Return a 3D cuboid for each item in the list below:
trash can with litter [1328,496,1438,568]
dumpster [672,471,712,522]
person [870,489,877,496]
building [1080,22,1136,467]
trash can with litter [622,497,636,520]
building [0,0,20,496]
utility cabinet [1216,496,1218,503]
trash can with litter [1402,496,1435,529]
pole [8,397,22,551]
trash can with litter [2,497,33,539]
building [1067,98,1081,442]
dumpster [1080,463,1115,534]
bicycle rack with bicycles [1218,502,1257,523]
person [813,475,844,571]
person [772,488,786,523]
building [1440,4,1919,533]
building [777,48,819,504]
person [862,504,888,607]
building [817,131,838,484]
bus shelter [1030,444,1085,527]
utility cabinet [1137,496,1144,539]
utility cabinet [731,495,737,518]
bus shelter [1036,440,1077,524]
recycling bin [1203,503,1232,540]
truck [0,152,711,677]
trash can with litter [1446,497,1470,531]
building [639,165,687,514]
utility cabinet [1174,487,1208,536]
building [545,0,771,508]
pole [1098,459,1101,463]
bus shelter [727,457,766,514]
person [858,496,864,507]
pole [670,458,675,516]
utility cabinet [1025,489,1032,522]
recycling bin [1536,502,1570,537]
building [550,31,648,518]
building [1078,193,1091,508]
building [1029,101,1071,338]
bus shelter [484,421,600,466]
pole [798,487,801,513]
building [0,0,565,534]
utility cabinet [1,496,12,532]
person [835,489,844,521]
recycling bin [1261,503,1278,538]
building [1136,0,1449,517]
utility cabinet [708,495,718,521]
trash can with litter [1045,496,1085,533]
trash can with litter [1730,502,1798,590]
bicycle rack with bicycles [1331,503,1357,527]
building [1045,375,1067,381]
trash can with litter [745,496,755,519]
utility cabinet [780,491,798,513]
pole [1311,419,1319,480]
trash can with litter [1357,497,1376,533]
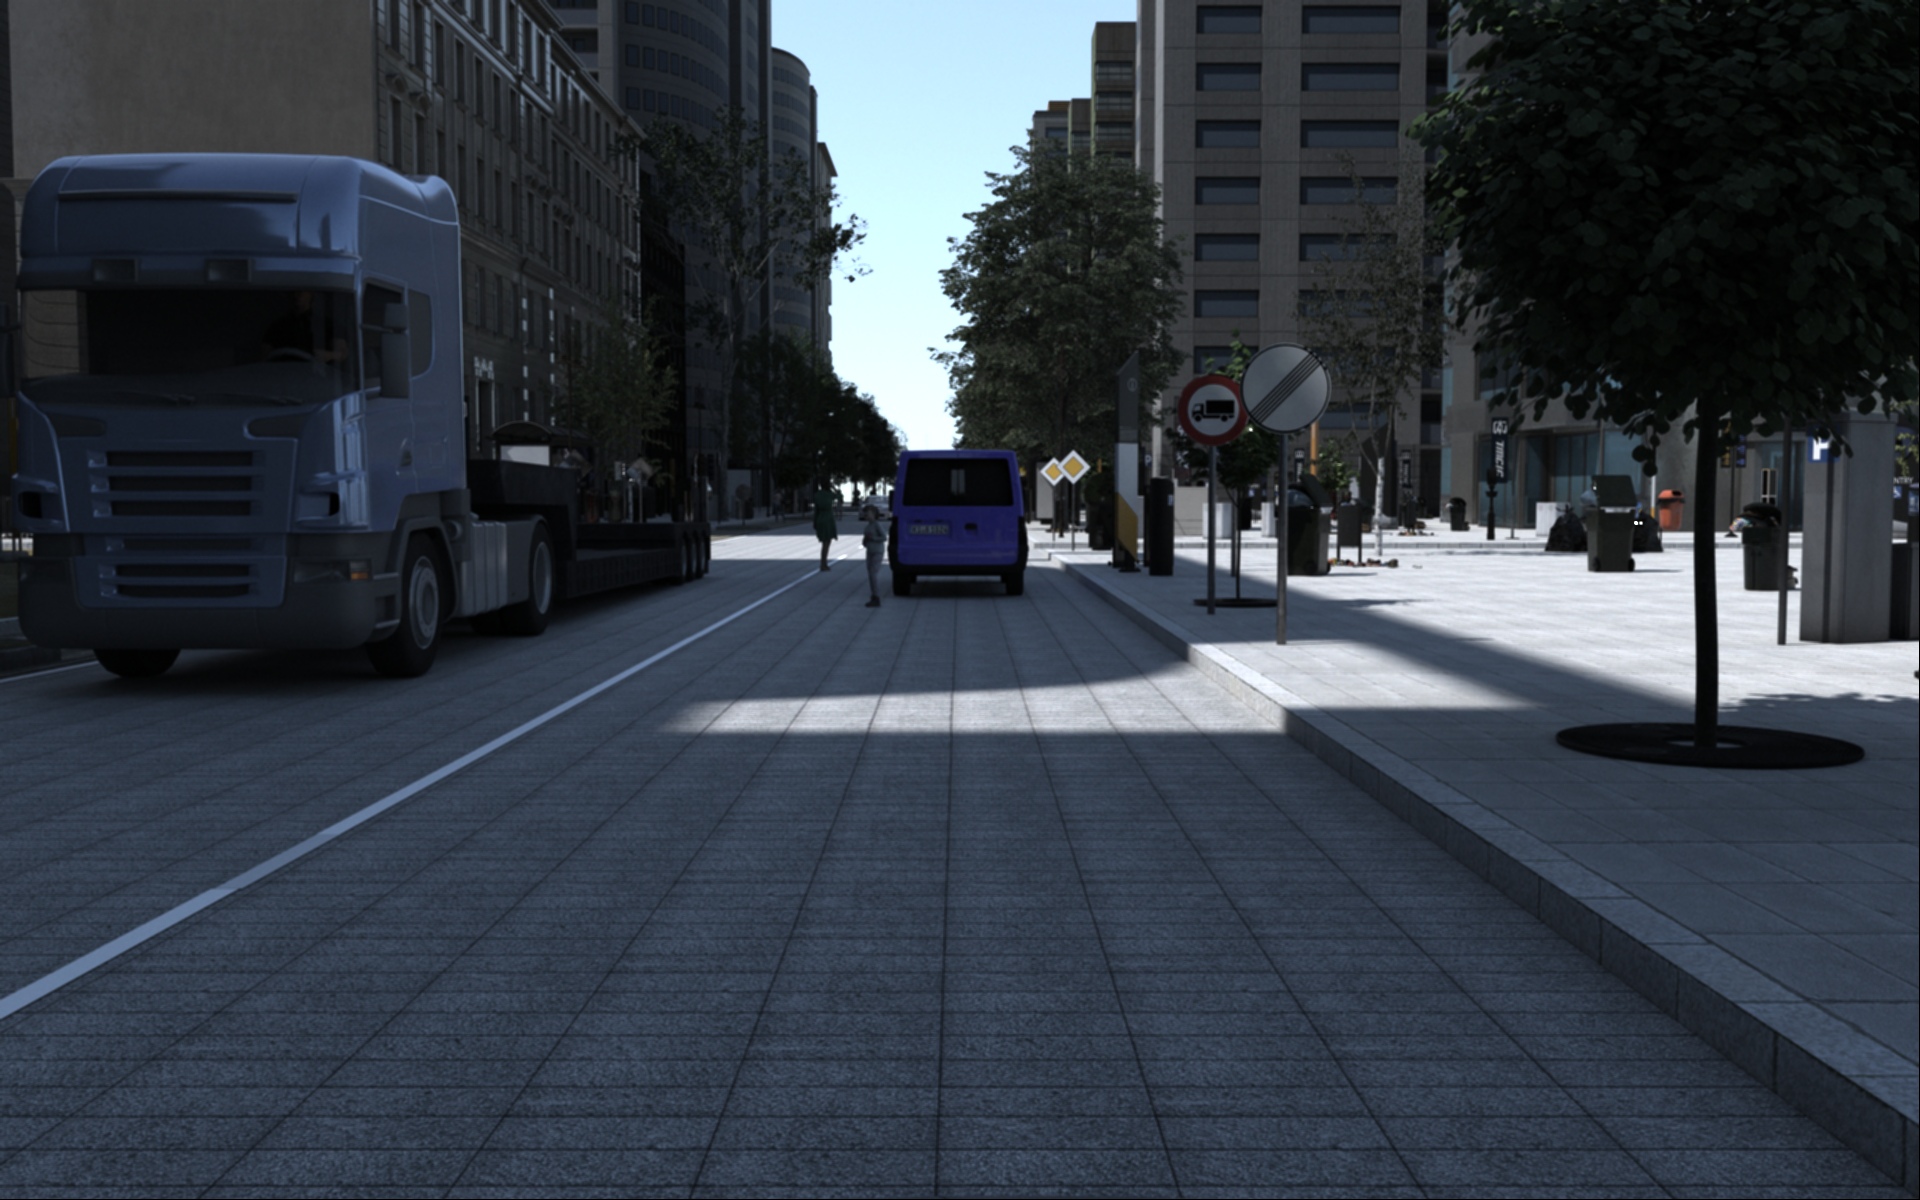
[{"bbox_3d":[7.139,-1.202,30.716,1.678,1.210,2.233,-3,4,-36],"label":"trash can with litter"},{"bbox_3d":[-11.491,-4.387,74.223,1.502,2.255,1.985,0,4,0],"label":"dumpster"},{"bbox_3d":[-6.803,-7.902,137.712,1.348,1.821,0.705,-2,4,-33],"label":"person"},{"bbox_3d":[18.480,-28.777,154.100,14.154,41.232,14.086,0,3,0],"label":"building"},{"bbox_3d":[-16.713,-4.626,87.028,1.055,1.170,0.624,-1,4,-15],"label":"trash can with litter"},{"bbox_3d":[-47.801,-17.230,59.211,29.804,29.767,11.434,0,3,0],"label":"building"},{"bbox_3d":[10.335,-3.760,72.629,1.020,1.237,0.306,-2,4,-27],"label":"utility cabinet"},{"bbox_3d":[16.939,-3.243,64.407,0.624,1.170,1.055,-2,4,-27],"label":"trash can with litter"},{"bbox_3d":[-19.153,-2.524,35.105,0.158,3.312,0.155,0,3,0],"label":"pole"},{"bbox_3d":[-27.642,-2.372,49.835,1.678,1.210,2.233,3,5,41],"label":"trash can with litter"},{"bbox_3d":[18.235,-30.504,182.334,14.154,41.232,14.086,0,3,0],"label":"building"},{"bbox_3d":[4.651,-3.242,55.495,1.502,2.255,1.985,0,3,0],"label":"dumpster"},{"bbox_3d":[12.052,-3.869,76.640,2.852,0.926,2.925,1,4,14],"label":"bicycle rack with bicycles"},{"bbox_3d":[-2.532,-1.450,32.449,0.600,1.795,0.529,2,4,23],"label":"person"},{"bbox_3d":[-9.008,-4.721,86.272,0.643,1.750,0.593,2,4,34],"label":"person"},{"bbox_3d":[34.216,-27.311,66.146,30.456,49.044,23.786,0,3,0],"label":"building"},{"bbox_3d":[-30.196,-41.876,226.674,21.231,58.520,28.212,0,3,0],"label":"building"},{"bbox_3d":[-1.112,-0.570,22.105,0.425,1.301,0.394,2,4,32],"label":"person"},{"bbox_3d":[-32.990,-40.698,254.651,28.713,52.752,27.495,0,3,0],"label":"building"},{"bbox_3d":[3.925,-4.663,70.162,2.014,3.302,5.546,0,3,0],"label":"bus shelter"},{"bbox_3d":[5.204,-2.369,49.903,1.020,1.237,0.306,-2,4,-25],"label":"utility cabinet"},{"bbox_3d":[-11.917,-4.916,91.536,0.306,1.237,1.020,0,4,-5],"label":"utility cabinet"},{"bbox_3d":[4.293,-5.249,77.102,1.731,3.624,6.357,0,3,0],"label":"bus shelter"},{"bbox_3d":[7.404,-2.249,49.320,0.722,1.027,0.722,3,5,45],"label":"recycling bin"},{"bbox_3d":[-5.449,-1.882,20.523,2.967,4.110,18.799,0,4,0],"label":"truck"},{"bbox_3d":[17.334,-2.986,60.205,0.624,1.170,1.055,2,4,35],"label":"trash can with litter"},{"bbox_3d":[-25.229,-17.299,112.520,12.332,23.373,15.834,0,3,0],"label":"building"},{"bbox_3d":[7.019,-2.708,52.949,1.173,1.500,0.318,1,4,16],"label":"utility cabinet"},{"bbox_3d":[-29.723,-38.038,163.927,21.231,58.520,28.212,0,3,0],"label":"building"},{"bbox_3d":[7.919,-6.382,98.184,0.158,3.312,0.155,0,3,0],"label":"pole"},{"bbox_3d":[-12.176,-6.330,97.420,2.014,3.302,5.546,0,4,0],"label":"bus shelter"},{"bbox_3d":[-6.341,-5.990,110.708,0.425,1.301,0.394,-1,4,-10],"label":"person"},{"bbox_3d":[-16.828,-6.559,101.078,0.158,3.312,0.155,0,3,0],"label":"pole"},{"bbox_3d":[2.942,-4.319,79.294,0.318,1.500,1.173,1,4,22],"label":"utility cabinet"},{"bbox_3d":[17.899,-2.430,52.288,0.722,1.027,0.722,-3,4,-37],"label":"recycling bin"},{"bbox_3d":[-24.755,-18.012,91.753,12.463,27.353,25.104,0,3,0],"label":"building"},{"bbox_3d":[18.367,-24.269,168.498,14.160,30.474,14.107,0,3,0],"label":"building"},{"bbox_3d":[21.132,-44.289,266.115,21.231,58.520,28.212,0,3,0],"label":"building"},{"bbox_3d":[-12.073,-3.459,50.478,2.014,3.302,5.546,0,4,0],"label":"bus shelter"},{"bbox_3d":[-11.158,-7.740,120.384,0.158,3.312,0.155,0,3,0],"label":"pole"},{"bbox_3d":[-24.019,-16.459,66.373,12.463,27.353,25.104,0,3,0],"label":"building"},{"bbox_3d":[-32.263,-2.927,59.020,0.306,1.237,1.020,2,4,33],"label":"utility cabinet"},{"bbox_3d":[-6.500,-5.126,93.321,0.522,1.701,0.512,1,4,11],"label":"person"},{"bbox_3d":[9.380,-2.374,51.368,0.722,1.027,0.722,0,4,-7],"label":"recycling bin"},{"bbox_3d":[21.345,-34.494,105.980,21.231,58.520,28.212,0,3,0],"label":"building"},{"bbox_3d":[-11.643,-4.363,82.489,1.020,1.237,0.306,-1,4,-17],"label":"utility cabinet"},{"bbox_3d":[3.644,-2.889,58.295,1.678,1.210,2.233,2,4,34],"label":"trash can with litter"},{"bbox_3d":[10.837,-0.727,23.271,0.624,1.170,1.055,3,5,45],"label":"trash can with litter"},{"bbox_3d":[15.152,-3.283,67.061,2.925,0.926,2.852,3,5,43],"label":"bicycle rack with bicycles"},{"bbox_3d":[25.601,-24.024,237.836,27.650,21.520,28.899,0,3,0],"label":"building"},{"bbox_3d":[-11.141,-4.798,89.839,1.055,1.170,0.624,3,4,38],"label":"trash can with litter"},{"bbox_3d":[-11.741,-6.736,118.806,1.173,1.500,0.318,-2,4,-30],"label":"utility cabinet"},{"bbox_3d":[9.595,-3.244,46.875,0.158,3.312,0.155,0,3,0],"label":"pole"},{"bbox_3d":[13.572,-2.837,57.778,0.624,1.170,1.055,1,4,11],"label":"trash can with litter"}]
